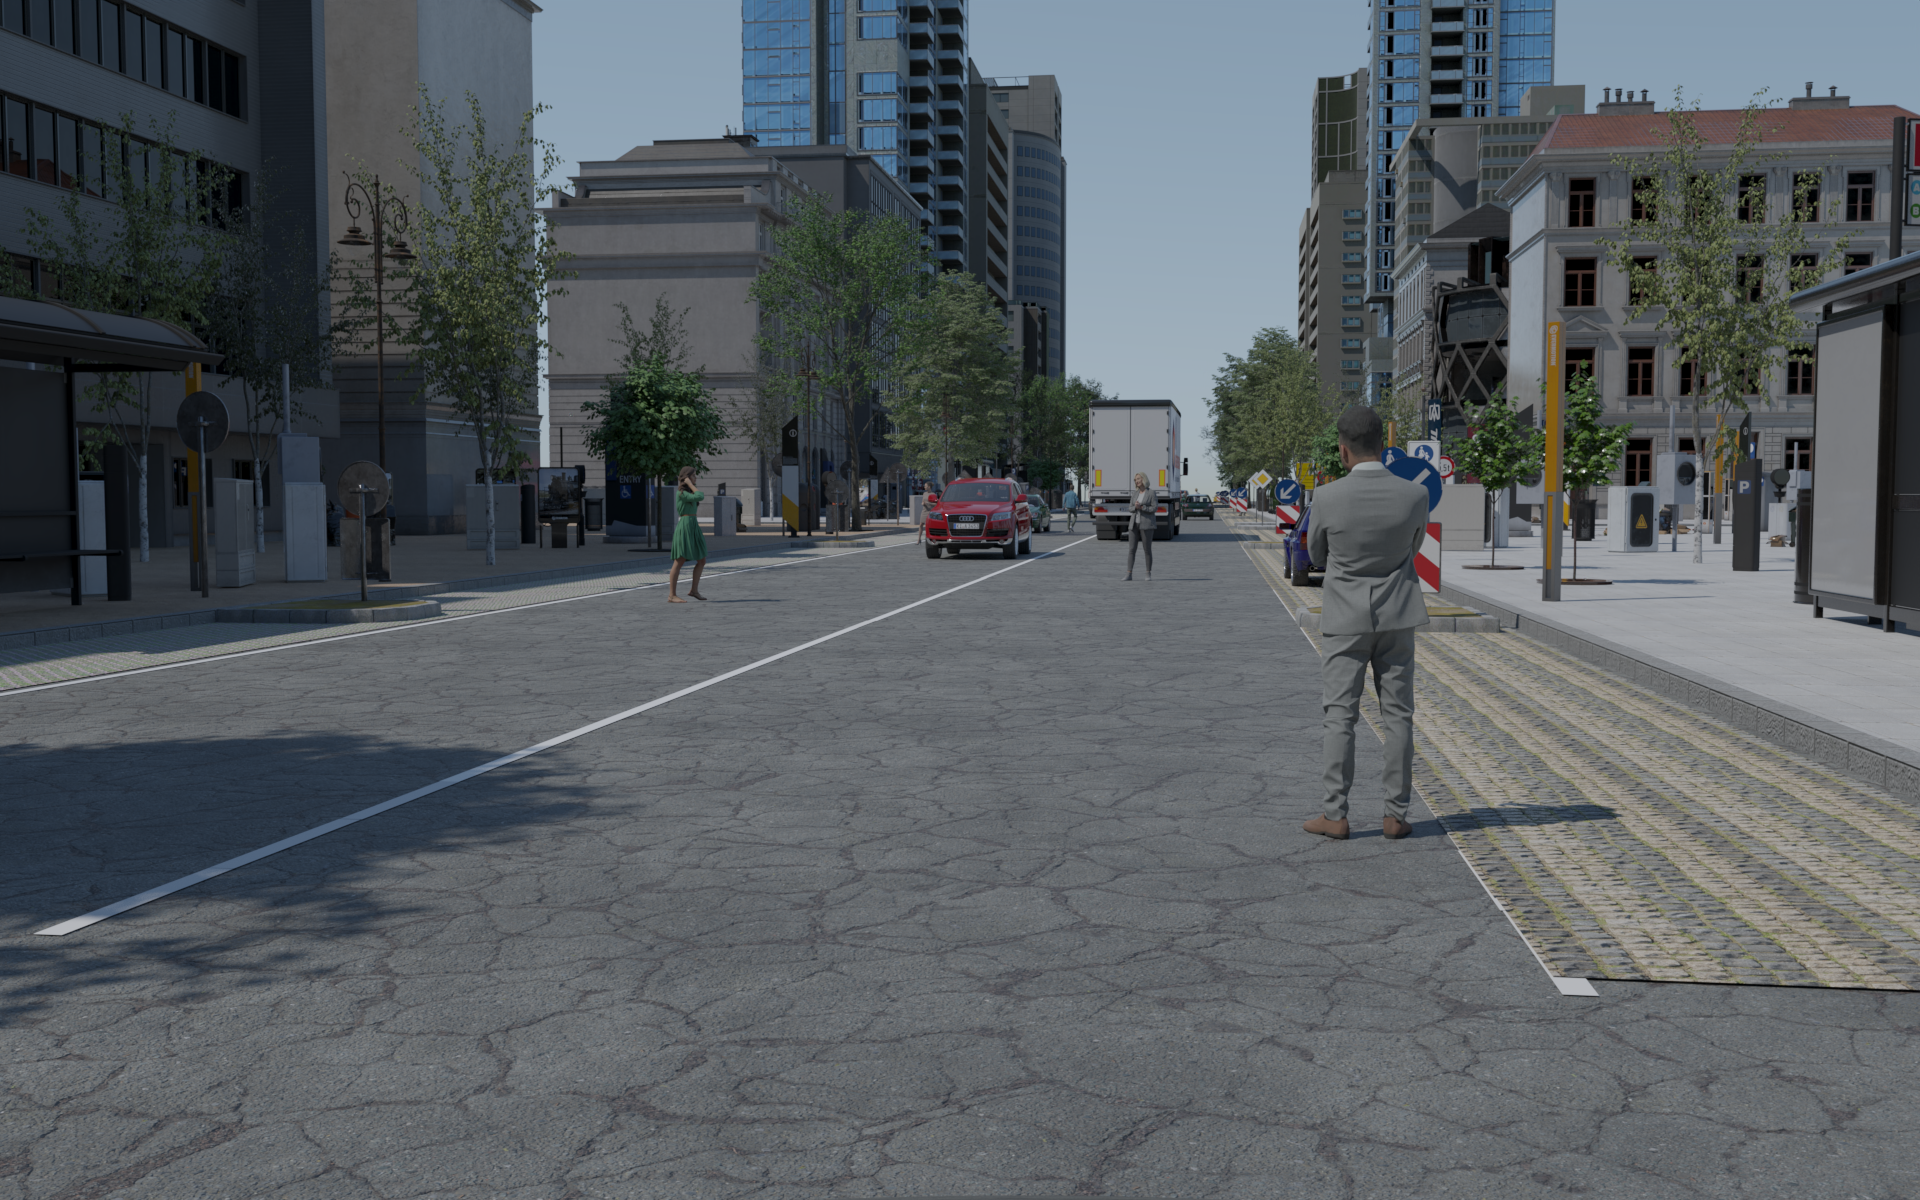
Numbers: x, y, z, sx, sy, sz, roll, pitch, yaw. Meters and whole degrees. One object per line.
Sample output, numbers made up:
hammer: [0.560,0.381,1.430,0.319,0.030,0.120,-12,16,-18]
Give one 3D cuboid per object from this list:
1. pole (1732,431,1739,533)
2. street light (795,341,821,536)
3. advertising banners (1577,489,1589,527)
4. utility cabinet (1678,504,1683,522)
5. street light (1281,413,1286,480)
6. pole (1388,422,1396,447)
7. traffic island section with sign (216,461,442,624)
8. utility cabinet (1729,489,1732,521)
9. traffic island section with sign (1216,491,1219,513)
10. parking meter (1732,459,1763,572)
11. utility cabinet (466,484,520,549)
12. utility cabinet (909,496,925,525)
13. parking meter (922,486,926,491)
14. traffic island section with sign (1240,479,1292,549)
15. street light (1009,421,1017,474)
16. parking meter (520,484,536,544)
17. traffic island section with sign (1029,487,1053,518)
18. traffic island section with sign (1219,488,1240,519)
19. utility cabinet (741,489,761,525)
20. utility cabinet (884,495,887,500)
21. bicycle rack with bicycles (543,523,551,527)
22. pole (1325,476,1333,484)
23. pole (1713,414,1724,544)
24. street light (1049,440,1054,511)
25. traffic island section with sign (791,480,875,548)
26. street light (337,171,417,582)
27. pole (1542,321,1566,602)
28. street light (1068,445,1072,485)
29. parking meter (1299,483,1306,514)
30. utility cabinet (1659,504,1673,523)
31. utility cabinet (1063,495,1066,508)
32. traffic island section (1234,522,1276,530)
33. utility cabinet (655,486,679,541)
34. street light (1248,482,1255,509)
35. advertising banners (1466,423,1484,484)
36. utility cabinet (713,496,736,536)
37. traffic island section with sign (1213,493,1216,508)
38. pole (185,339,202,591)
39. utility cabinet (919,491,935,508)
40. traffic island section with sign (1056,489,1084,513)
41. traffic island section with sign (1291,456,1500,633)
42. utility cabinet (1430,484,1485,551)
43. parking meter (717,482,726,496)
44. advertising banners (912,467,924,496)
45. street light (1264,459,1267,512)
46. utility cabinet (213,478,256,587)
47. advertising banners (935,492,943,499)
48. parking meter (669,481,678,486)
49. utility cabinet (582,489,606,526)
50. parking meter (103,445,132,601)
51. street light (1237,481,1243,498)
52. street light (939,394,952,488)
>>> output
pole: [25.230,-3.818,56.269,0.158,3.312,0.155,0,3,0]
street light: [-4.588,-4.879,52.563,0.468,5.910,1.993,0,4,8]
advertising banners: [22.985,-4.154,64.109,0.090,3.025,2.074,2,4,34]
utility cabinet: [33.288,-4.272,81.010,1.020,1.237,0.306,-1,4,-10]
street light: [18.179,-7.620,97.377,0.468,5.910,1.993,0,4,8]
pole: [12.214,-3.375,49.023,0.158,3.312,0.155,0,3,0]
traffic island section with sign: [-7.135,-0.694,19.981,1.989,1.847,2.006,0,4,8]
utility cabinet: [36.521,-4.444,81.339,0.318,1.500,1.173,3,5,43]
traffic island section with sign: [19.989,-7.254,127.226,1.989,1.847,2.006,0,4,8]
parking meter: [13.064,-1.410,28.770,0.255,1.863,0.399,-3,4,-38]
utility cabinet: [-10.739,-1.904,39.810,1.173,1.500,0.318,-1,4,-17]
utility cabinet: [-1.664,-3.735,72.234,0.306,1.237,1.020,3,4,39]
parking meter: [-2.702,-7.627,130.411,0.255,1.863,0.399,-1,4,-18]
traffic island section with sign: [8.461,-2.254,45.486,1.989,1.847,2.006,0,4,8]
street light: [3.235,-8.250,107.682,0.468,5.910,1.993,0,4,8]
parking meter: [-11.180,-2.228,44.831,0.372,1.533,0.369,0,3,0]
traffic island section with sign: [4.425,-5.703,101.873,1.989,1.847,2.006,0,4,8]
traffic island section with sign: [16.220,-5.619,100.495,1.989,1.847,2.006,0,4,8]
utility cabinet: [-8.503,-3.772,70.359,0.318,1.500,1.173,-2,4,-34]
utility cabinet: [-4.945,-6.409,115.947,0.306,1.237,1.020,0,4,-1]
bicycle rack with bicycles: [-17.234,-3.375,68.556,2.925,0.926,2.852,1,4,21]
pole: [16.397,-5.104,77.291,0.158,3.312,0.155,0,3,0]
pole: [19.479,-3.096,44.458,0.158,3.312,0.155,0,3,0]
street light: [7.042,-9.887,134.447,0.468,5.910,1.993,0,4,8]
traffic island section with sign: [-3.362,-2.327,46.672,1.989,1.847,2.006,0,4,8]
street light: [-8.423,-3.205,25.193,0.468,5.910,1.993,0,4,8]
pole: [7.072,-1.637,20.614,0.158,3.312,0.155,0,3,0]
street light: [9.970,-11.188,155.716,0.468,5.910,1.993,0,4,8]
parking meter: [17.785,-5.173,90.296,0.255,1.863,0.399,-3,5,-40]
utility cabinet: [30.666,-4.058,75.035,0.318,1.500,1.173,3,5,44]
utility cabinet: [8.903,-8.755,154.305,1.020,1.237,0.306,0,4,-3]
traffic island section: [13.338,-3.396,77.813,2.009,0.180,2.903,0,4,8]
utility cabinet: [-8.193,-2.327,46.719,1.173,1.500,0.318,1,4,15]
street light: [25.727,-10.930,151.492,0.468,5.910,1.993,0,4,8]
advertising banners: [12.096,-2.876,43.204,2.074,3.025,0.090,1,4,19]
utility cabinet: [-7.227,-2.578,53.314,0.306,1.237,1.020,1,4,18]
traffic island section with sign: [27.004,-10.291,176.893,1.989,1.847,2.006,0,4,8]
pole: [-10.077,-1.773,22.831,0.158,3.312,0.155,0,3,0]
utility cabinet: [-2.162,-6.137,109.020,1.173,1.500,0.318,-1,4,-10]
traffic island section with sign: [8.227,-7.355,128.889,1.989,1.847,2.006,0,4,8]
traffic island section with sign: [4.683,-0.622,18.796,1.989,1.847,2.006,0,4,8]
utility cabinet: [11.162,-1.848,38.891,1.173,1.500,0.318,1,4,18]
parking meter: [-11.736,-4.866,85.270,0.399,1.863,0.255,-1,4,-17]
advertising banners: [-2.567,-6.606,104.189,0.090,3.025,2.074,1,4,20]
street light: [21.930,-9.258,124.150,0.468,5.910,1.993,0,4,8]
utility cabinet: [-10.062,-0.941,24.072,0.318,1.500,1.173,-1,4,-12]
advertising banners: [-1.920,-7.073,111.826,2.074,3.025,0.090,-2,4,-25]
parking meter: [-8.150,-2.652,49.075,0.255,1.863,0.399,1,4,12]
utility cabinet: [-14.523,-3.719,69.481,1.173,1.500,0.318,-1,4,-21]
parking meter: [-10.160,-0.928,20.886,0.255,1.863,0.399,-2,4,-24]
street light: [36.480,-15.566,227.293,0.468,5.910,1.993,0,4,8]
street light: [-0.637,-6.565,80.119,0.468,5.910,1.993,0,4,8]
